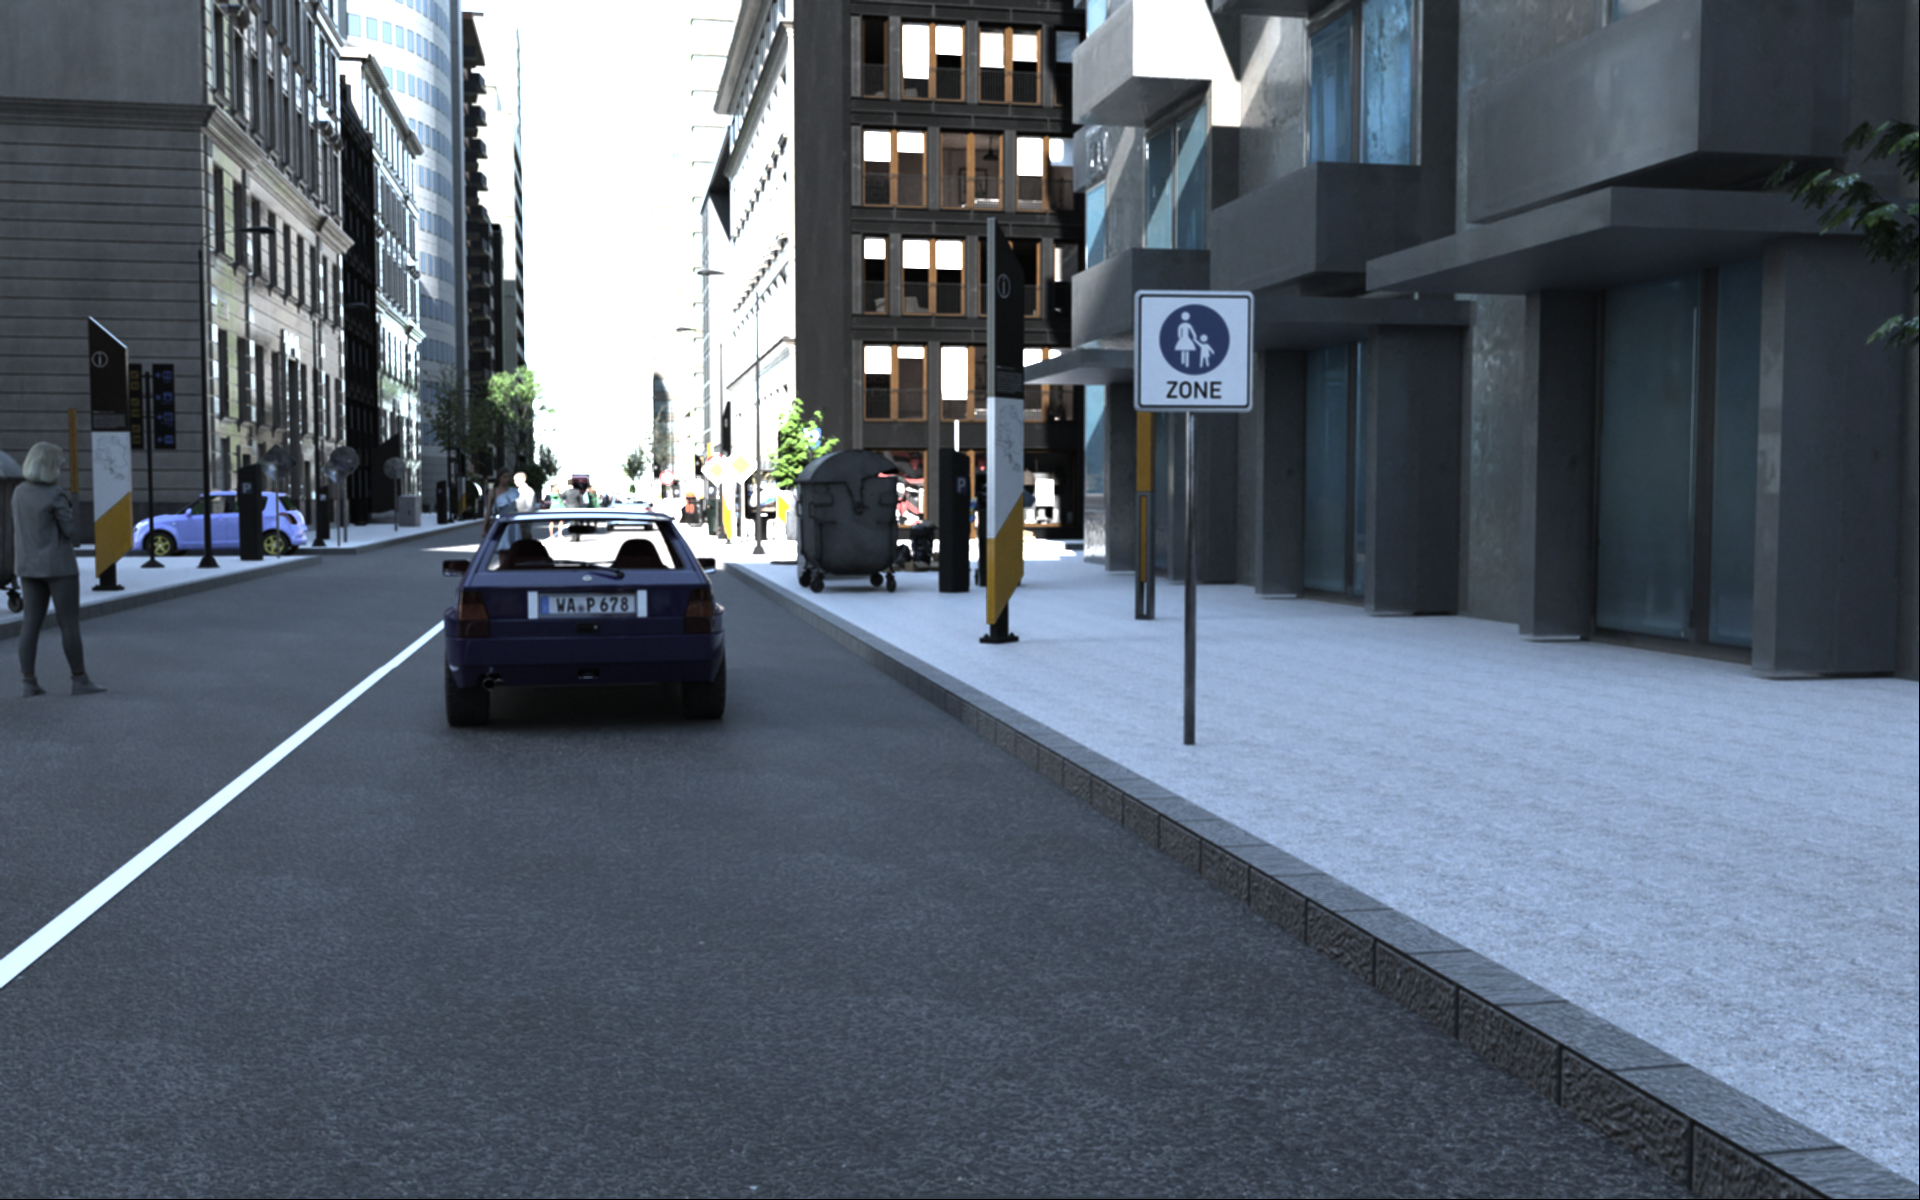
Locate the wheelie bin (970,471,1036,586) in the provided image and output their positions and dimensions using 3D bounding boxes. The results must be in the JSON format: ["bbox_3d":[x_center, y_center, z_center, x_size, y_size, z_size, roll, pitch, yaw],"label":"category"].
[{"bbox_3d":[0.572,-0.996,24.200,0.980,1.594,0.693,0,4,-3],"label":"wheelie bin"}]

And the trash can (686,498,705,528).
[{"bbox_3d":[-10.063,-3.318,65.905,0.748,1.137,0.748,0,3,0],"label":"trash can"}]

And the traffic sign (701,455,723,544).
[{"bbox_3d":[-6.199,-2.479,44.182,0.795,2.450,0.064,-1,4,-12],"label":"traffic sign"}]

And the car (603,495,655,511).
[{"bbox_3d":[-12.984,-3.423,67.976,2.014,1.417,4.499,-1,4,-12],"label":"car"}]

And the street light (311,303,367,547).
[{"bbox_3d":[-15.118,-4.261,42.203,1.470,5.913,1.316,-1,4,-12],"label":"street light"}]

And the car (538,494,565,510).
[{"bbox_3d":[-26.033,-6.276,111.648,2.155,1.783,4.494,-1,4,-10],"label":"car"}]

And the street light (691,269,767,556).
[{"bbox_3d":[-4.746,-3.883,36.021,1.470,5.913,1.316,-1,4,-12],"label":"street light"}]

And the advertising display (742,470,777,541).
[{"bbox_3d":[-5.435,-2.569,47.210,0.974,1.923,0.123,-3,5,-40],"label":"advertising display"}]

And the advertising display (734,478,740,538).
[{"bbox_3d":[-6.566,-2.820,51.326,0.123,1.923,0.974,-1,4,-14],"label":"advertising display"}]

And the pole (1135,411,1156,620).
[{"bbox_3d":[1.894,-1.456,17.641,0.158,3.312,0.155,0,3,0],"label":"pole"}]

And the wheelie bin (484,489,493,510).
[{"bbox_3d":[-28.521,-5.973,105.573,0.980,1.594,0.693,-2,4,-27],"label":"wheelie bin"}]

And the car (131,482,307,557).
[{"bbox_3d":[-16.794,-1.816,39.277,3.694,1.707,1.945,-1,4,-13],"label":"car"}]

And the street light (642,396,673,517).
[{"bbox_3d":[-14.232,-6.731,82.590,1.470,5.913,1.316,-1,4,-12],"label":"street light"}]

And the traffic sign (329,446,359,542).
[{"bbox_3d":[-16.354,-2.808,46.015,0.768,2.556,0.104,0,4,-4],"label":"traffic sign"}]

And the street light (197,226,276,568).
[{"bbox_3d":[-12.567,-3.521,30.109,1.470,5.913,1.316,-1,4,-12],"label":"street light"}]

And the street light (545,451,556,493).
[{"bbox_3d":[-47.346,-13.928,200.266,1.470,5.913,1.316,-1,4,-12],"label":"street light"}]

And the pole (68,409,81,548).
[{"bbox_3d":[-21.159,-2.908,41.384,0.158,3.312,0.155,0,3,0],"label":"pole"}]

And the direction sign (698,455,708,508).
[{"bbox_3d":[-14.873,-6.676,101.154,0.876,3.537,0.379,0,4,-2],"label":"direction sign"}]

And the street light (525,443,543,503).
[{"bbox_3d":[-37.442,-10.955,151.656,1.470,5.913,1.316,-1,4,-12],"label":"street light"}]

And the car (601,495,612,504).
[{"bbox_3d":[-49.190,-14.055,242.160,2.083,1.381,4.827,-1,4,-11],"label":"car"}]

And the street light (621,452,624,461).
[{"bbox_3d":[-39.213,-14.238,205.325,1.470,5.913,1.316,-1,4,-12],"label":"street light"}]

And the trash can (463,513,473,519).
[{"bbox_3d":[-25.266,-4.718,88.785,0.748,1.137,0.748,0,3,0],"label":"trash can"}]

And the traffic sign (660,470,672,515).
[{"bbox_3d":[-15.782,-5.709,93.441,0.768,2.556,0.104,0,4,-7],"label":"traffic sign"}]

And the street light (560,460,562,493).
[{"bbox_3d":[-54.449,-16.040,234.790,1.470,5.913,1.316,-1,4,-12],"label":"street light"}]

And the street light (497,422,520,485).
[{"bbox_3d":[-30.443,-8.853,117.294,1.470,5.913,1.316,-1,4,-12],"label":"street light"}]

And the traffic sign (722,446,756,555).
[{"bbox_3d":[-4.601,-2.001,36.358,0.795,2.450,0.064,-1,4,-12],"label":"traffic sign"}]

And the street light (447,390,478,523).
[{"bbox_3d":[-22.121,-6.387,76.976,1.470,5.913,1.316,-1,4,-12],"label":"street light"}]

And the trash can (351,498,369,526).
[{"bbox_3d":[-24.382,-3.594,70.419,0.748,1.137,0.748,0,3,0],"label":"trash can"}]

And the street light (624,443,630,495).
[{"bbox_3d":[-29.550,-11.302,157.330,1.470,5.913,1.316,-1,4,-12],"label":"street light"}]

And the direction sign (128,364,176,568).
[{"bbox_3d":[-14.129,-2.337,30.205,0.876,3.537,0.379,0,4,-8],"label":"direction sign"}]

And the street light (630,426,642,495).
[{"bbox_3d":[-22.473,-9.206,123.054,1.470,5.913,1.316,-1,4,-12],"label":"street light"}]

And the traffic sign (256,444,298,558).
[{"bbox_3d":[-13.614,-1.890,34.544,0.795,2.450,0.064,-1,4,-12],"label":"traffic sign"}]

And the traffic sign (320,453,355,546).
[{"bbox_3d":[-15.212,-2.369,42.368,0.795,2.450,0.064,-1,4,-12],"label":"traffic sign"}]

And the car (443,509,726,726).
[{"bbox_3d":[-2.649,0.025,12.173,1.945,1.354,3.894,-1,4,-13],"label":"car"}]

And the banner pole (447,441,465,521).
[{"bbox_3d":[-23.961,-5.644,82.296,0.863,3.779,0.401,-3,5,-39],"label":"banner pole"}]

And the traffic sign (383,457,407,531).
[{"bbox_3d":[-19.508,-3.653,59.835,0.768,2.556,0.104,-1,4,-11],"label":"traffic sign"}]

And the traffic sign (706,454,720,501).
[{"bbox_3d":[-7.670,-3.356,54.973,0.768,2.556,0.104,0,4,-5],"label":"traffic sign"}]

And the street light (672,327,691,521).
[{"bbox_3d":[-7.199,-4.638,48.368,1.470,5.913,1.316,-1,4,-12],"label":"street light"}]

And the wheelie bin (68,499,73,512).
[{"bbox_3d":[-15.064,-1.268,28.642,0.693,1.594,0.980,-2,4,-30],"label":"wheelie bin"}]

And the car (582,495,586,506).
[{"bbox_3d":[-46.000,-11.988,208.362,2.083,1.381,4.827,-1,4,-12],"label":"car"}]

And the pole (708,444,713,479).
[{"bbox_3d":[-10.092,-4.664,70.098,0.158,3.312,0.155,0,3,0],"label":"pole"}]

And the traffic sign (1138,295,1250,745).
[{"bbox_3d":[1.175,-0.409,8.809,0.606,2.300,0.079,0,4,-6],"label":"traffic sign"}]
